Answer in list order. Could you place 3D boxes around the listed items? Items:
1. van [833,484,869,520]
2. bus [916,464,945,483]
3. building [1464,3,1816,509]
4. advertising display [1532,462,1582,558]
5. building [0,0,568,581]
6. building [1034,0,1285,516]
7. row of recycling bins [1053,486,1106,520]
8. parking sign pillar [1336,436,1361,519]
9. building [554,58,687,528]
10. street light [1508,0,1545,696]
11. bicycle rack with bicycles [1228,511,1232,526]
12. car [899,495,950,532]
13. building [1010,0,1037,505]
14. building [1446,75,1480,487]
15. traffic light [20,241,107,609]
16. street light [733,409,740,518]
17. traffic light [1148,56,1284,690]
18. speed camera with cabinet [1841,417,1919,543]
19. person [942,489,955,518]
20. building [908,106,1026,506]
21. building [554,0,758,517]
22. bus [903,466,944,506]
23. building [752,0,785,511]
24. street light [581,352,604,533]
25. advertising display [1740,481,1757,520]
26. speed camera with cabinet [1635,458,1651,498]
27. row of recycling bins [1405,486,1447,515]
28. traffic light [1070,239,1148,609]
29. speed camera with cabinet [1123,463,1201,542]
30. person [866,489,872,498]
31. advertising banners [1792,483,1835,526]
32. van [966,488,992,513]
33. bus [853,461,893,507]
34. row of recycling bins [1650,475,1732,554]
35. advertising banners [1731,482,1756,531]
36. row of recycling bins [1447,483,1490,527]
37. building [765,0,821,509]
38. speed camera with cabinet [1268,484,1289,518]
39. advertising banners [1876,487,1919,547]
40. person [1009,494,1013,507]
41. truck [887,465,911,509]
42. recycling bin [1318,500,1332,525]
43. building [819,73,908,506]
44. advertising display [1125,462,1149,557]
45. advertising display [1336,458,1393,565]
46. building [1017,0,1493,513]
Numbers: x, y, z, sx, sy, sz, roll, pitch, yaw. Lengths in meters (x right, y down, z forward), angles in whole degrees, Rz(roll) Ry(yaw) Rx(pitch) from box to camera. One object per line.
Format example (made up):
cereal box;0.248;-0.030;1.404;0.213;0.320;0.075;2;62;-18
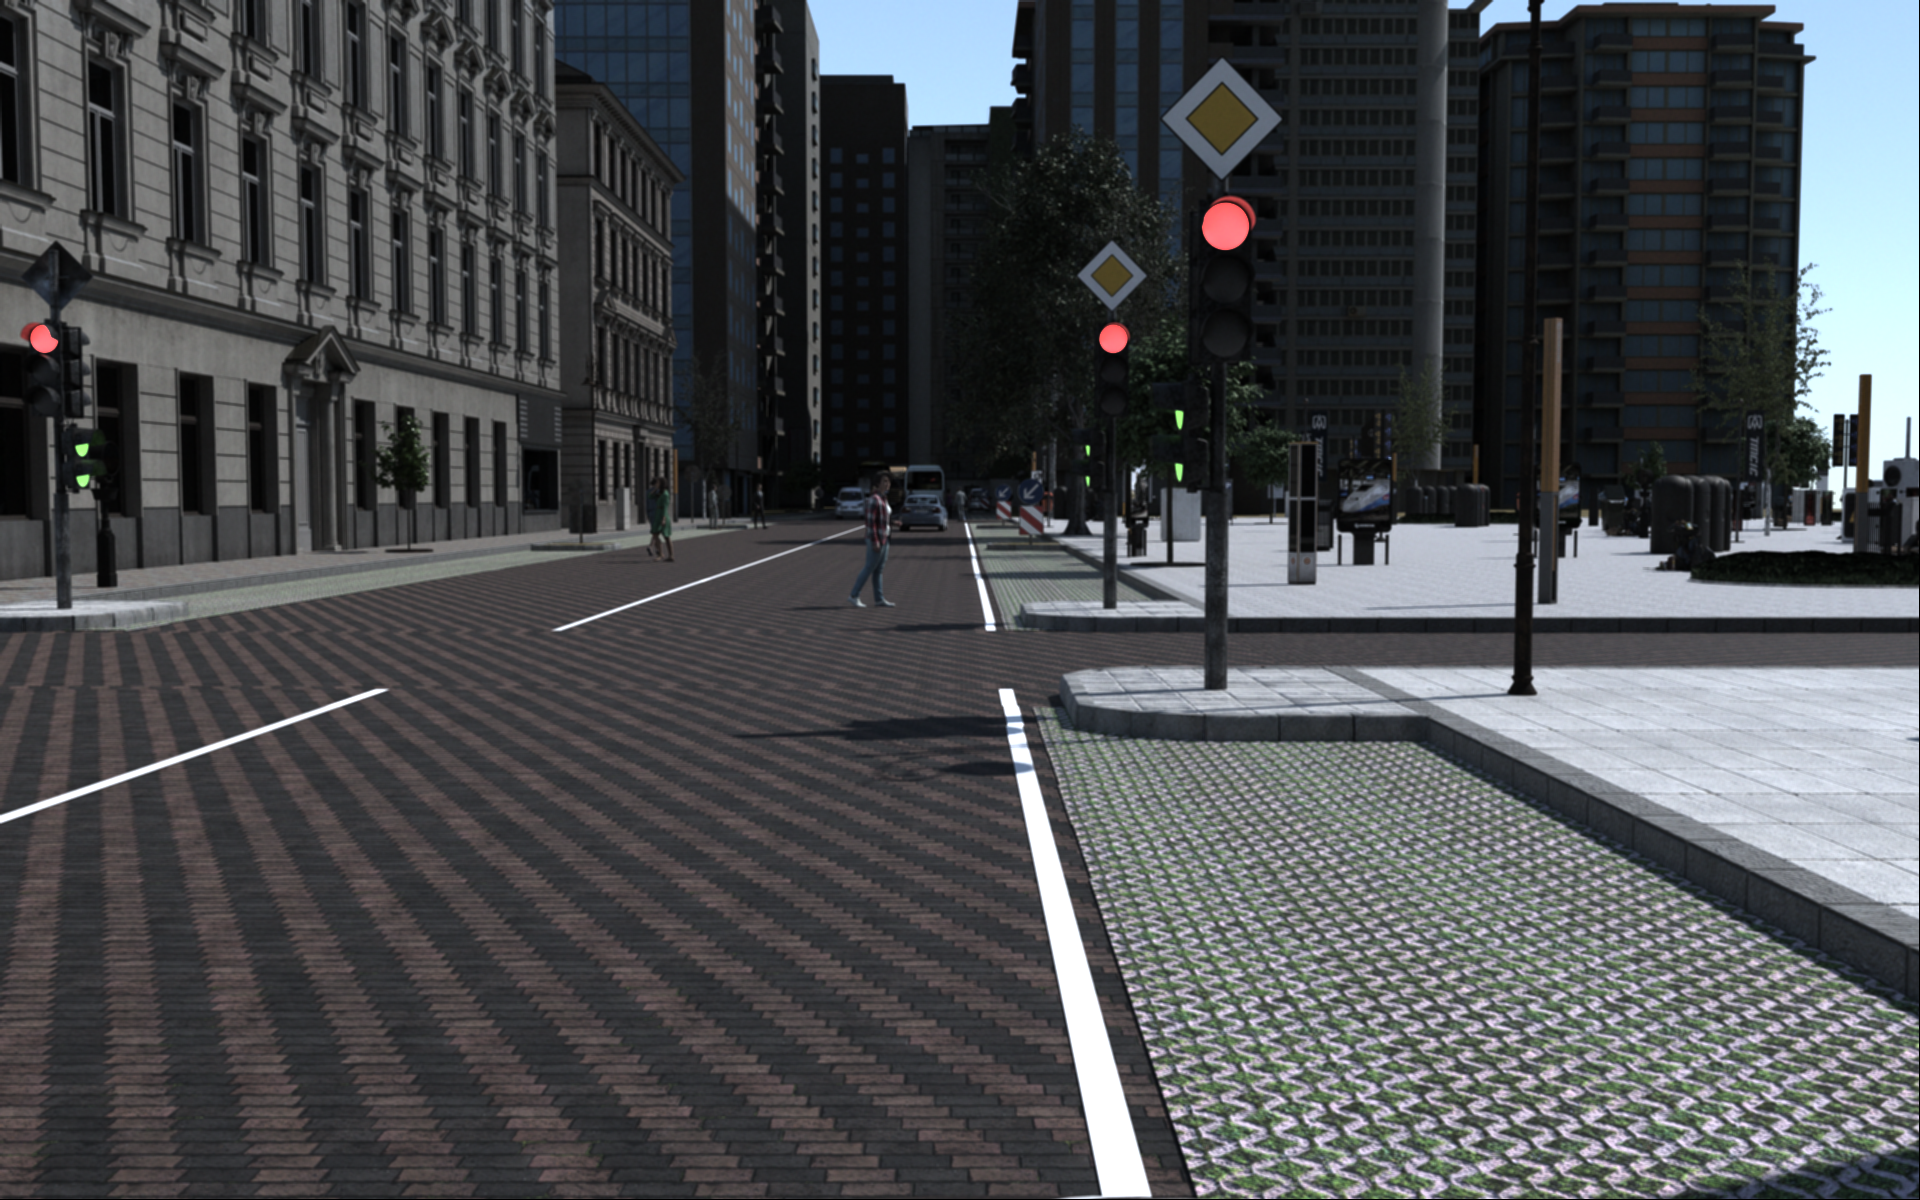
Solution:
van;-6.184;-5.607;98.687;2.013;2.044;4.112;0;4;-1
bus;-2.692;-9.020;139.022;2.896;3.916;12.252;0;4;0
building;61.032;-30.763;157.597;28.867;44.769;22.147;0;3;0
advertising display;12.049;-1.821;34.984;0.974;1.923;0.123;0;4;-7
building;-21.958;-16.194;41.189;17.030;29.872;44.131;0;3;0
building;11.902;-28.045;108.646;14.600;45.320;14.200;0;3;0
row of recycling bins;6.165;-4.887;87.016;3.534;1.692;1.069;3;5;40
parking sign pillar;18.268;-5.637;80.638;1.447;3.967;1.447;0;4;-2
building;-18.266;-12.755;73.169;10.561;19.102;19.286;0;3;0
street light;3.608;-2.333;10.933;0.468;5.910;1.993;0;3;0
bicycle rack with bicycles;9.723;-3.441;69.650;2.852;0.926;2.925;1;4;21
car;-1.418;-3.400;67.597;2.014;1.417;4.499;0;4;1
building;15.715;-30.572;154.479;22.147;44.769;28.867;0;3;0
building;39.363;-29.260;161.997;14.086;41.232;14.154;0;3;0
traffic light;-10.001;-1.855;19.258;0.839;4.253;0.868;0;3;0
street light;-12.082;-7.405;93.865;0.468;5.910;1.993;0;3;0
traffic light;1.666;-1.369;11.296;0.839;4.253;0.868;0;3;0
speed camera with cabinet;23.921;-3.100;45.023;0.660;3.252;2.038;-1;4;-15
person;-0.598;-5.715;102.616;1.217;1.739;0.721;-3;4;-38
building;1.413;-30.734;186.098;14.086;41.232;14.154;0;3;0
building;-19.699;-27.604;101.435;14.600;45.320;14.200;0;3;0
bus;-2.457;-7.538;118.109;2.948;3.499;13.247;0;4;-1
building;-24.328;-28.660;123.217;22.147;44.769;28.867;0;3;0
street light;-11.991;-5.131;56.676;0.468;5.910;1.993;0;3;0
advertising display;39.054;-4.935;85.904;0.123;1.923;0.974;-2;4;-31
speed camera with cabinet;37.589;-6.080;93.748;0.660;3.252;2.038;-2;4;-33
row of recycling bins;23.732;-4.876;86.833;3.534;1.692;1.069;-2;4;-35
traffic light;1.661;-1.857;19.281;0.839;4.253;0.868;0;3;0
speed camera with cabinet;5.458;-3.209;46.796;2.038;3.252;0.660;-1;4;-9
person;-6.195;-6.707;118.696;0.750;1.759;0.617;-1;4;-16
advertising banners;34.719;-4.553;70.632;2.074;3.025;0.090;0;4;-8
van;1.414;-7.500;129.637;2.013;2.044;4.112;0;4;-1
bus;-6.583;-8.641;132.833;2.896;3.916;12.252;0;4;-2
row of recycling bins;16.189;-1.901;38.194;1.069;1.692;3.534;3;5;40
advertising banners;26.784;-3.881;59.649;0.090;3.025;2.074;-1;4;-14
row of recycling bins;20.188;-3.744;68.325;1.069;1.692;3.534;2;4;26
building;-24.111;-32.690;158.182;21.600;48.544;21.300;0;3;0
speed camera with cabinet;17.771;-6.107;94.185;2.038;3.252;0.660;-1;4;-19
advertising banners;22.783;-2.761;41.338;0.090;3.025;2.074;-1;4;-20
person;5.083;-10.284;176.267;0.705;1.869;1.348;3;4;37
truck;-6.076;-10.868;166.604;2.839;4.237;11.283;0;4;2
recycling bin;14.864;-3.600;71.410;0.722;1.027;0.722;0;4;-8
building;-12.729;-32.750;185.581;14.200;45.320;14.600;0;3;0
advertising display;3.625;-1.849;35.441;0.123;1.923;0.974;2;4;28
advertising display;7.322;-1.601;31.384;0.974;1.923;0.123;0;4;3
building;20.602;-26.671;127.959;32.217;40.220;23.993;0;3;0
